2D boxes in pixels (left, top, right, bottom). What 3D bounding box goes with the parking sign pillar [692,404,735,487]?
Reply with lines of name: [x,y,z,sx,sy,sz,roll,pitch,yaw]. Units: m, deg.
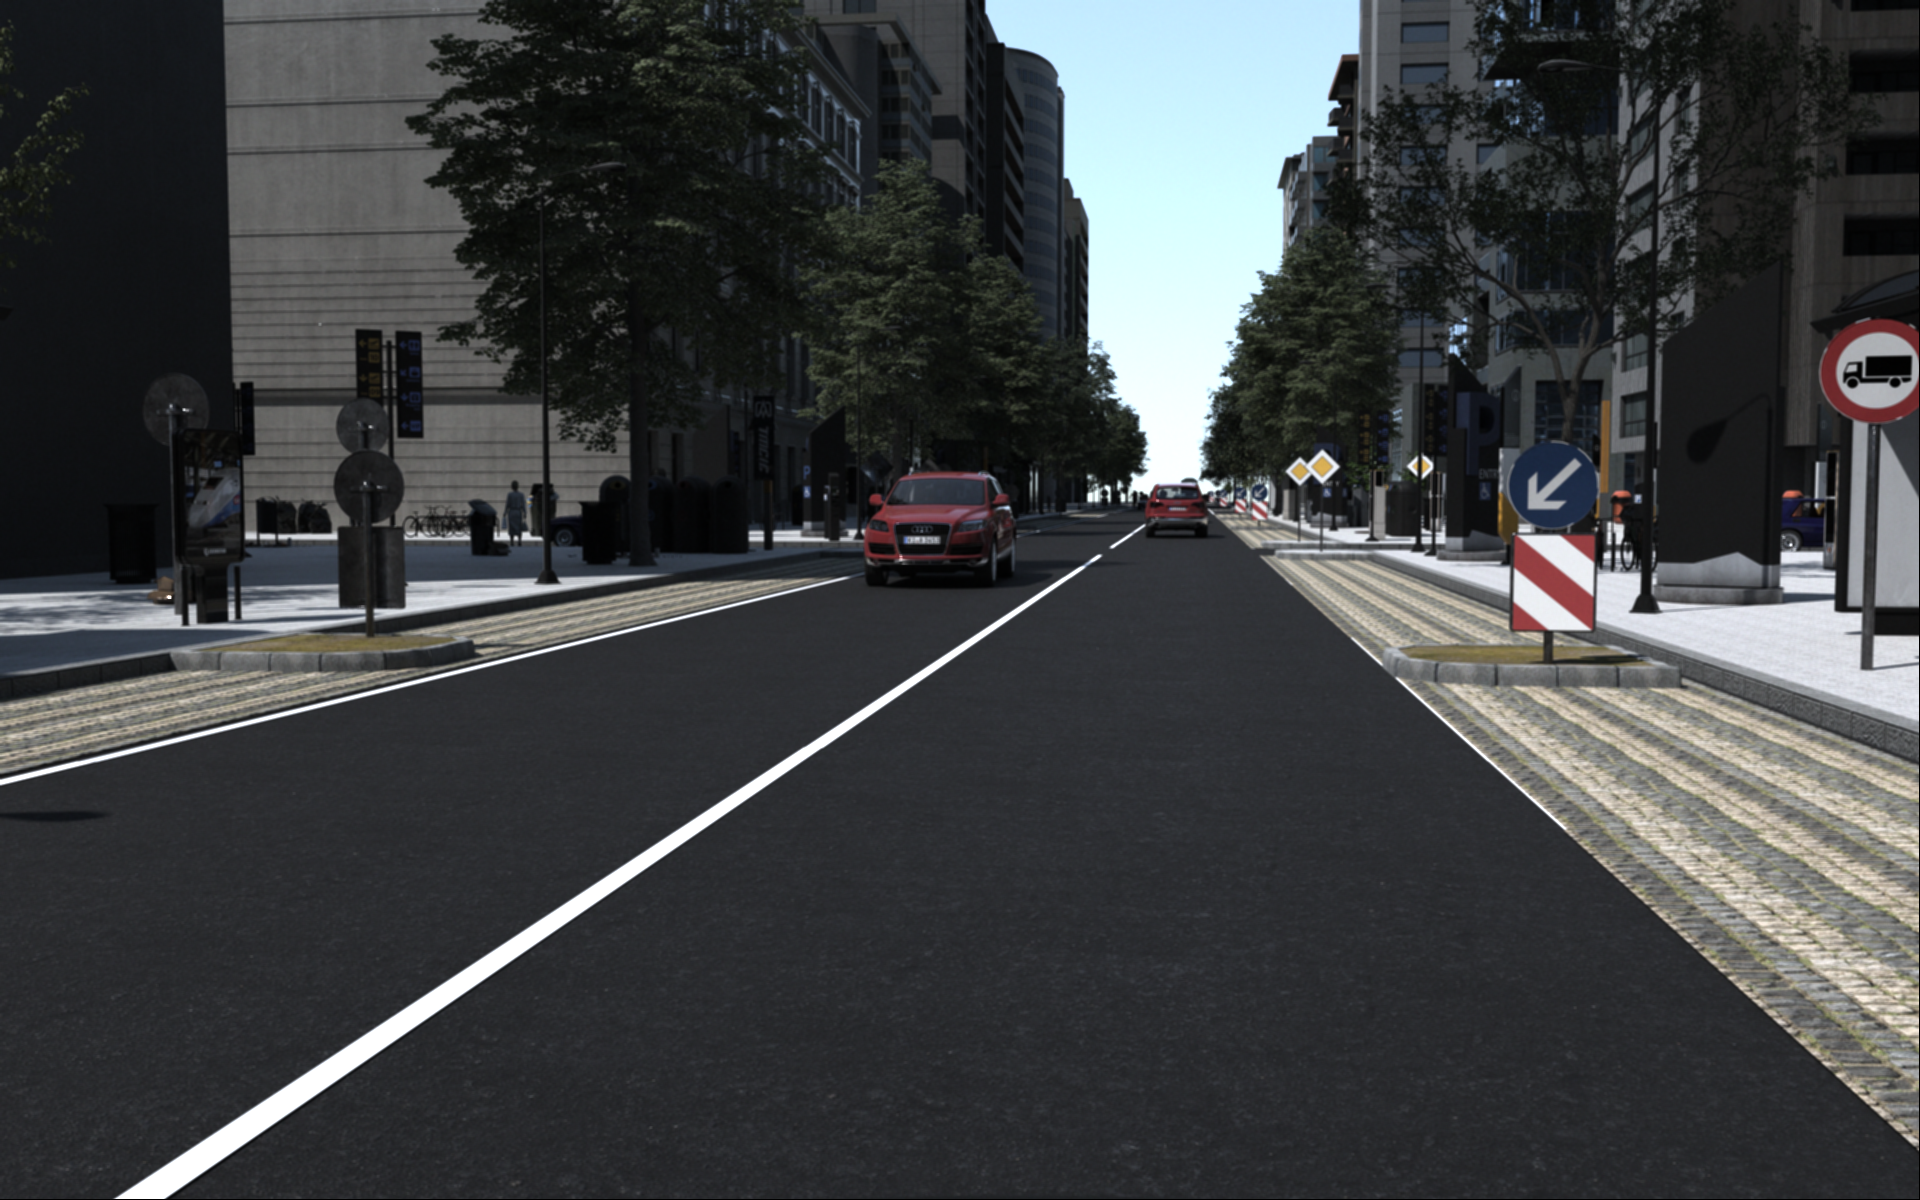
parking sign pillar: [-7.460,-3.917,52.518,1.447,3.967,1.447,2,4,28]

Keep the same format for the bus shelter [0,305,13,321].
bus shelter: [-9.405,-1.117,12.188,2.014,3.302,5.546,0,4,7]

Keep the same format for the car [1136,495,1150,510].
car: [17.195,-8.957,159.025,1.945,1.354,3.894,0,4,7]

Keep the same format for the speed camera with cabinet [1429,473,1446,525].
speed camera with cabinet: [20.045,-4.782,72.527,0.660,3.252,2.038,1,4,20]

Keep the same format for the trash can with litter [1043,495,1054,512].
trash can with litter: [6.387,-6.751,121.430,1.678,1.210,2.233,1,4,8]

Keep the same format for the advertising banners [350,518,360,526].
advertising banners: [-12.269,-2.388,35.235,0.090,3.025,2.074,-2,4,-28]

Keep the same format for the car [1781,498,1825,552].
car: [20.731,-1.738,41.003,3.894,1.354,1.945,1,4,8]

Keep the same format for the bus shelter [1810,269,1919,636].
bus shelter: [8.450,-1.175,13.130,2.014,3.302,5.546,0,4,8]

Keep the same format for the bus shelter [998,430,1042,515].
bus shelter: [3.613,-7.953,107.662,2.179,5.291,8.768,0,4,7]

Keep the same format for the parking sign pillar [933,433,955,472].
parking sign pillar: [-0.599,-5.248,74.272,1.447,3.967,1.447,1,4,21]

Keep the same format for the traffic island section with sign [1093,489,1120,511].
traffic island section with sign: [12.290,-8.431,146.474,1.989,1.847,2.006,0,4,8]

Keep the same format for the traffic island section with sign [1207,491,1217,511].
traffic island section with sign: [21.991,-8.363,145.358,1.989,1.847,2.006,0,4,8]

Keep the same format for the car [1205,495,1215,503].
car: [38.875,-15.922,270.110,2.009,1.686,4.222,0,4,7]

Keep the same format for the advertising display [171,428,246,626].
advertising display: [-7.461,-0.735,17.235,0.123,1.923,0.974,1,4,11]

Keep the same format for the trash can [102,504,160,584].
trash can: [-11.875,-0.807,24.852,0.748,1.137,0.748,0,3,0]

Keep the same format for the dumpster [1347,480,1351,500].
dumpster: [17.206,-4.737,79.950,1.502,2.255,1.985,0,4,8]

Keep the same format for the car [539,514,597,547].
car: [-8.893,-1.996,45.212,3.894,1.354,1.945,0,4,7]

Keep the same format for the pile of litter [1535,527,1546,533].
pile of litter: [15.698,-1.960,46.009,1.176,0.858,1.719,1,4,16]

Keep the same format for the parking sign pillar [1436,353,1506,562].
parking sign pillar: [9.987,-2.752,33.471,1.447,3.967,1.447,-3,4,-36]

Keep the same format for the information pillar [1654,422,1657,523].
information pillar: [22.532,-3.983,56.473,0.183,3.616,0.504,-1,4,-11]

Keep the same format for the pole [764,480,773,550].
pole: [-4.384,-2.796,39.561,0.158,3.312,0.155,0,3,0]

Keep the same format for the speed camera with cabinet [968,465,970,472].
speed camera with cabinet: [0.203,-7.585,118.357,0.660,3.252,2.038,-1,4,-20]

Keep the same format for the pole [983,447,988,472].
pole: [1.101,-4.945,74.687,0.158,3.312,0.155,0,3,0]

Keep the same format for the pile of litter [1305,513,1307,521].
pile of litter: [16.970,-4.180,82.315,1.176,0.858,1.719,2,4,33]

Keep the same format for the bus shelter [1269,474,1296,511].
bus shelter: [21.878,-7.558,117.497,2.014,3.302,5.546,0,4,8]

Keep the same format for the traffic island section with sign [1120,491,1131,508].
traffic island section with sign: [15.853,-10.065,173.193,1.989,1.847,2.006,0,4,8]

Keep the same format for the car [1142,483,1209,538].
car: [7.262,-3.038,58.339,2.281,1.827,5.304,0,4,6]

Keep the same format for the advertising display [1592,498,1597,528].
advertising display: [21.735,-3.327,59.618,0.123,1.923,0.974,0,4,6]

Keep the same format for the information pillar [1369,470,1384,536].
information pillar: [12.689,-2.953,52.780,0.304,2.012,0.304,-1,4,-15]

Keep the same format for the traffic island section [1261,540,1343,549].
traffic island section: [9.117,-1.479,46.466,2.009,0.180,2.903,0,4,8]

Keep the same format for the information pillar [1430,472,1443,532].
information pillar: [16.089,-3.303,58.495,0.304,2.012,0.304,3,4,37]

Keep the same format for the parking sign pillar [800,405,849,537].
parking sign pillar: [-4.065,-3.879,51.890,1.447,3.967,1.447,-3,5,-41]

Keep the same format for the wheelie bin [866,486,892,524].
wheelie bin: [-3.401,-3.838,70.665,0.980,1.594,0.693,2,4,24]

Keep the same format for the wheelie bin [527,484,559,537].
wheelie bin: [-12.556,-2.717,52.330,0.980,1.594,0.693,-3,4,-36]

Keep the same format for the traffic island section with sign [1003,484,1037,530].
traffic island section with sign: [2.097,-3.763,70.148,1.989,1.847,2.006,0,4,8]

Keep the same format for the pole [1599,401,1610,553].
pole: [14.090,-2.693,37.877,0.158,3.312,0.155,0,3,0]

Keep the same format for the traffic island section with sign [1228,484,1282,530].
traffic island section with sign: [11.827,-3.705,69.209,1.989,1.847,2.006,0,4,8]

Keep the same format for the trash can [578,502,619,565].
trash can: [-6.611,-1.227,31.722,0.748,1.137,0.748,0,3,0]

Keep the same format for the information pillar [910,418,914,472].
information pillar: [-1.496,-3.820,53.806,0.183,3.616,0.504,0,4,3]

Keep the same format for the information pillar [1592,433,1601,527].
information pillar: [24.594,-4.614,66.801,0.504,3.616,0.183,0,4,-8]

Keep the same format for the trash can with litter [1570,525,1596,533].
trash can with litter: [18.118,-2.394,50.537,1.055,1.170,0.624,0,4,2]

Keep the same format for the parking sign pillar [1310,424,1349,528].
parking sign pillar: [14.078,-4.735,65.896,1.447,3.967,1.447,3,5,43]

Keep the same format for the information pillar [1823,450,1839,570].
information pillar: [14.873,-1.519,29.330,0.304,2.012,0.304,-1,4,-9]

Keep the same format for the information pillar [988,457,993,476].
information pillar: [1.636,-6.439,96.632,0.504,3.616,0.183,0,4,6]

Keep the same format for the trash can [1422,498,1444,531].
trash can: [16.653,-3.021,61.045,0.748,1.137,0.748,0,3,0]

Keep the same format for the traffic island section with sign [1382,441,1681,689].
traffic island section with sign: [4.426,-0.312,13.733,1.989,1.847,2.006,0,4,8]

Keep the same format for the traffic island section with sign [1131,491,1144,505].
traffic island section with sign: [23.269,-13.467,228.810,1.989,1.847,2.006,0,4,8]

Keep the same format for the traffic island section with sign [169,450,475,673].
traffic island section with sign: [-5.289,-0.377,14.786,1.989,1.847,2.006,0,4,8]

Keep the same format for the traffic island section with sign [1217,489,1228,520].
traffic island section with sign: [15.398,-5.339,95.928,1.989,1.847,2.006,0,4,8]

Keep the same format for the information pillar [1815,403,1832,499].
information pillar: [22.237,-3.259,44.635,0.504,3.616,0.183,-2,4,-26]

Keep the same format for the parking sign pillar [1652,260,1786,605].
parking sign pillar: [9.044,-1.963,20.571,1.447,3.967,1.447,3,4,39]

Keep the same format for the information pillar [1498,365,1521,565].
information pillar: [9.979,-2.451,31.425,0.504,3.616,0.183,-2,4,-35]

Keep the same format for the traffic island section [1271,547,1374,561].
traffic island section: [8.061,-0.995,38.551,2.009,0.180,2.903,0,4,8]

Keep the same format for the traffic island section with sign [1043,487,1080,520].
traffic island section with sign: [5.697,-5.410,97.085,1.989,1.847,2.006,0,4,8]

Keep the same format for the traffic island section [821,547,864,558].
traffic island section: [-1.942,-1.077,39.886,2.009,0.180,2.903,0,4,8]

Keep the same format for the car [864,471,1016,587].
car: [-0.249,-1.216,28.553,2.281,1.827,5.304,0,4,7]

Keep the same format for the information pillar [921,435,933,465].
information pillar: [-1.277,-4.562,65.942,0.504,3.616,0.183,0,4,-6]
